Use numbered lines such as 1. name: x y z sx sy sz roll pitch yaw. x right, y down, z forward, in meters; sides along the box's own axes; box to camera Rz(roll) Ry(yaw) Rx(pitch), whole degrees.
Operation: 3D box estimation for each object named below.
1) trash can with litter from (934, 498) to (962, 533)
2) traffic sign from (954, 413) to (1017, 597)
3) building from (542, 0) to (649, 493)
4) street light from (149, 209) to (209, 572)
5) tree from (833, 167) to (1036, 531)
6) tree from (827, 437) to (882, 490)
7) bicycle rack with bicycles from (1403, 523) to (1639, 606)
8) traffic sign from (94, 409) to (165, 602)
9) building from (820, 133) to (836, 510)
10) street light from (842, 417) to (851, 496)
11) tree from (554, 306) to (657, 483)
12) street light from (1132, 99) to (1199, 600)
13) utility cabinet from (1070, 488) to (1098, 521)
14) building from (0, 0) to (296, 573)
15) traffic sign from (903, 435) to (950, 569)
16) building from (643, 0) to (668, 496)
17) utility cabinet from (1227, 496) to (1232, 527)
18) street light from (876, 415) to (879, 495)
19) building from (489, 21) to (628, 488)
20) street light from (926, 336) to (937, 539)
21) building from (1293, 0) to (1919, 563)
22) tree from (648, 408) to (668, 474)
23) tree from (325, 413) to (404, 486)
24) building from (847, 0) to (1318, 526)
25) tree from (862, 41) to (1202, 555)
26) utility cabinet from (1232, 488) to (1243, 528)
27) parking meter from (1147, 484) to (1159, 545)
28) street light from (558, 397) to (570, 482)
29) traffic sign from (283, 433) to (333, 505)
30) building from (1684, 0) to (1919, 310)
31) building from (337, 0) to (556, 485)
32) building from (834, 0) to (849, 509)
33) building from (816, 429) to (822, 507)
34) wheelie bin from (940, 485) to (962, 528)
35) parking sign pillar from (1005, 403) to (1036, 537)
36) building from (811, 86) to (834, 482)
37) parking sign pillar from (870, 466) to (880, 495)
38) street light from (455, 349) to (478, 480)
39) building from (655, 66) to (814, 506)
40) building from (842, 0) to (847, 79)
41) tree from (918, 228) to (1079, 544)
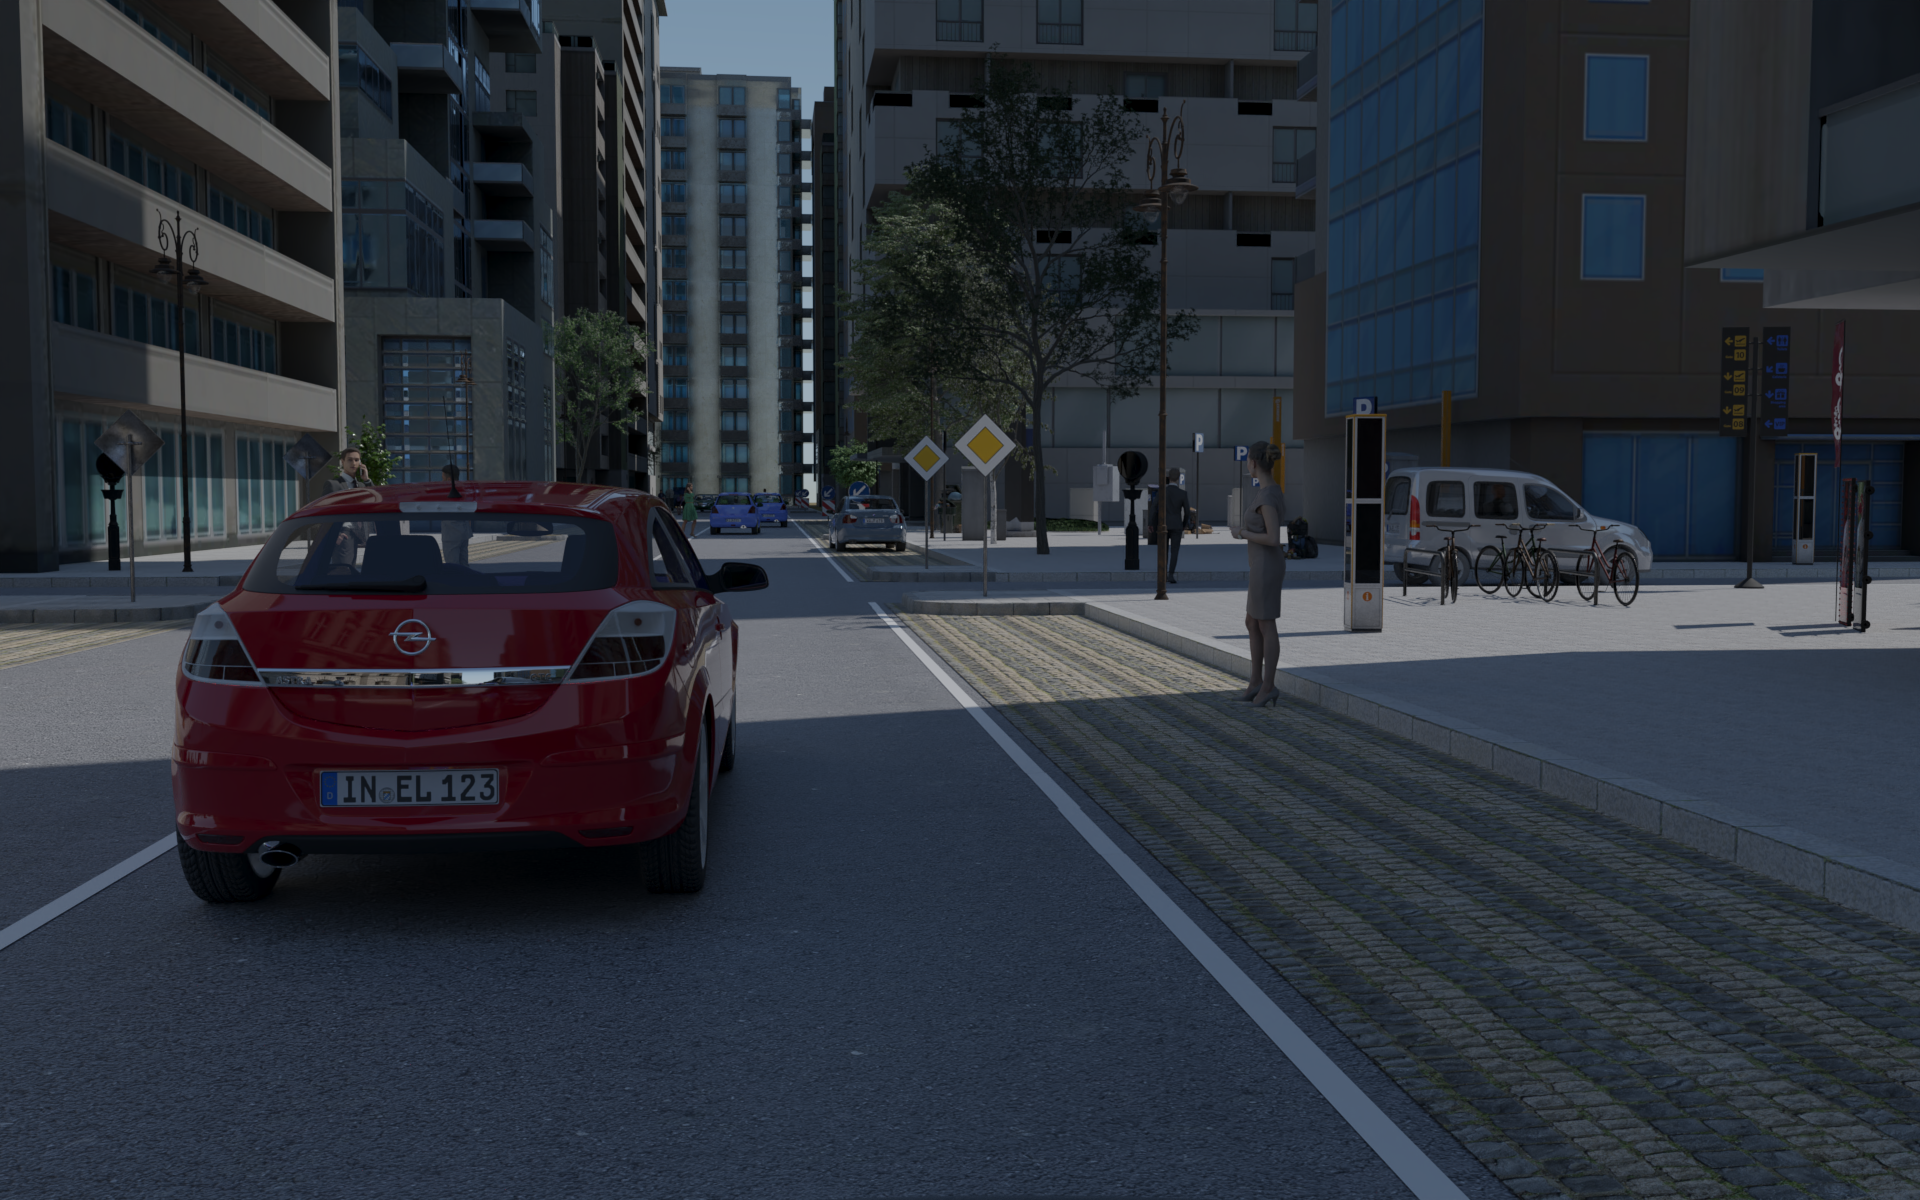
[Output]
1. trash can with litter: -0.280 -2.761 56.536 1.055 1.170 0.624 -3 5 -41
2. traffic sign: 0.312 -1.100 21.622 0.795 2.450 0.064 0 4 -6
3. building: -34.526 -30.758 126.593 21.300 48.544 21.600 0 4 -6
4. street light: -12.743 -3.401 28.401 0.468 5.910 1.993 0 4 -6
5. tree: -1.125 -8.727 60.811 7.486 12.596 7.792 0 3 0
6. tree: -6.033 -7.117 100.077 4.285 4.588 4.351 0 3 0
7. bicycle rack with bicycles: 6.592 -0.465 20.987 2.852 0.926 2.925 0 4 2
8. traffic sign: -9.822 -1.032 20.518 0.795 2.450 0.064 0 4 -6
9. building: -4.461 -22.667 142.305 14.160 30.474 14.107 0 4 -6
10. street light: -6.804 -8.031 104.087 0.468 5.910 1.993 0 4 -6
11. tree: -20.773 -10.342 94.849 9.928 11.665 9.643 0 3 0
12. street light: 2.447 -2.940 20.860 0.468 5.910 1.993 0 4 -6
13. utility cabinet: 4.681 -3.458 65.216 1.173 1.500 0.318 3 5 44
14. building: -26.674 -25.205 35.801 21.300 48.544 21.600 0 4 -6
15. traffic sign: -0.572 -1.585 29.558 0.795 2.450 0.064 0 4 -6
16. building: -41.741 -34.997 161.438 27.495 52.752 28.713 0 4 -6
17. utility cabinet: 10.859 -3.406 66.844 1.020 1.237 0.306 -1 4 -11
18. street light: -3.708 -6.383 77.155 0.468 5.910 1.993 0 4 -6
19. building: -28.846 -20.658 109.468 14.160 30.474 14.107 0 4 -6
20. street light: -0.808 -4.707 49.745 0.468 5.910 1.993 0 4 -6
21. building: 16.473 -23.722 37.962 14.200 45.320 14.600 0 4 -6
22. tree: -26.484 -11.817 143.562 4.360 8.622 3.978 0 3 0
23. tree: -14.264 -2.878 41.655 1.663 3.219 1.824 0 3 0
24. building: 8.677 -30.118 81.668 28.713 52.752 27.495 0 4 -6
25. tree: 1.427 -6.246 36.531 7.601 10.594 8.767 0 4 -8
26. utility cabinet: 10.810 -3.441 64.947 1.173 1.500 0.318 0 4 -7
27. parking meter: 4.919 -2.158 43.697 0.372 1.533 0.369 0 3 0
28. street light: -18.765 -6.697 82.283 0.468 5.910 1.993 0 4 -6
29. traffic sign: -10.706 -1.518 28.454 0.795 2.450 0.064 0 4 -6
30. building: 11.798 -19.808 7.458 14.154 41.232 14.086 0 4 -6
31. building: -27.885 -46.256 68.954 22.319 86.520 31.000 0 4 -6
32. building: -2.282 -27.171 127.841 14.154 41.232 14.086 0 4 -6
33. building: -2.215 -52.081 164.197 22.319 86.520 31.000 0 4 -6
34. wheelie bin: -0.254 -3.077 58.212 0.693 1.594 0.980 -3 5 -42
35. parking sign pillar: 1.771 -3.871 51.769 1.447 3.967 1.447 -1 4 -21
36. building: -9.293 -33.290 194.394 14.200 45.320 14.600 0 4 -6
37. parking sign pillar: -5.103 -7.035 103.497 1.447 3.967 1.447 -1 4 -10
38. street light: -15.740 -5.049 55.343 0.468 5.910 1.993 0 4 -6
39. building: -32.162 -35.313 196.975 30.456 49.044 23.786 0 4 -6
40. building: -0.400 -28.298 112.786 14.600 45.320 14.200 0 4 -6
41. tree: 0.893 -5.727 43.993 4.360 8.622 3.978 0 3 0
